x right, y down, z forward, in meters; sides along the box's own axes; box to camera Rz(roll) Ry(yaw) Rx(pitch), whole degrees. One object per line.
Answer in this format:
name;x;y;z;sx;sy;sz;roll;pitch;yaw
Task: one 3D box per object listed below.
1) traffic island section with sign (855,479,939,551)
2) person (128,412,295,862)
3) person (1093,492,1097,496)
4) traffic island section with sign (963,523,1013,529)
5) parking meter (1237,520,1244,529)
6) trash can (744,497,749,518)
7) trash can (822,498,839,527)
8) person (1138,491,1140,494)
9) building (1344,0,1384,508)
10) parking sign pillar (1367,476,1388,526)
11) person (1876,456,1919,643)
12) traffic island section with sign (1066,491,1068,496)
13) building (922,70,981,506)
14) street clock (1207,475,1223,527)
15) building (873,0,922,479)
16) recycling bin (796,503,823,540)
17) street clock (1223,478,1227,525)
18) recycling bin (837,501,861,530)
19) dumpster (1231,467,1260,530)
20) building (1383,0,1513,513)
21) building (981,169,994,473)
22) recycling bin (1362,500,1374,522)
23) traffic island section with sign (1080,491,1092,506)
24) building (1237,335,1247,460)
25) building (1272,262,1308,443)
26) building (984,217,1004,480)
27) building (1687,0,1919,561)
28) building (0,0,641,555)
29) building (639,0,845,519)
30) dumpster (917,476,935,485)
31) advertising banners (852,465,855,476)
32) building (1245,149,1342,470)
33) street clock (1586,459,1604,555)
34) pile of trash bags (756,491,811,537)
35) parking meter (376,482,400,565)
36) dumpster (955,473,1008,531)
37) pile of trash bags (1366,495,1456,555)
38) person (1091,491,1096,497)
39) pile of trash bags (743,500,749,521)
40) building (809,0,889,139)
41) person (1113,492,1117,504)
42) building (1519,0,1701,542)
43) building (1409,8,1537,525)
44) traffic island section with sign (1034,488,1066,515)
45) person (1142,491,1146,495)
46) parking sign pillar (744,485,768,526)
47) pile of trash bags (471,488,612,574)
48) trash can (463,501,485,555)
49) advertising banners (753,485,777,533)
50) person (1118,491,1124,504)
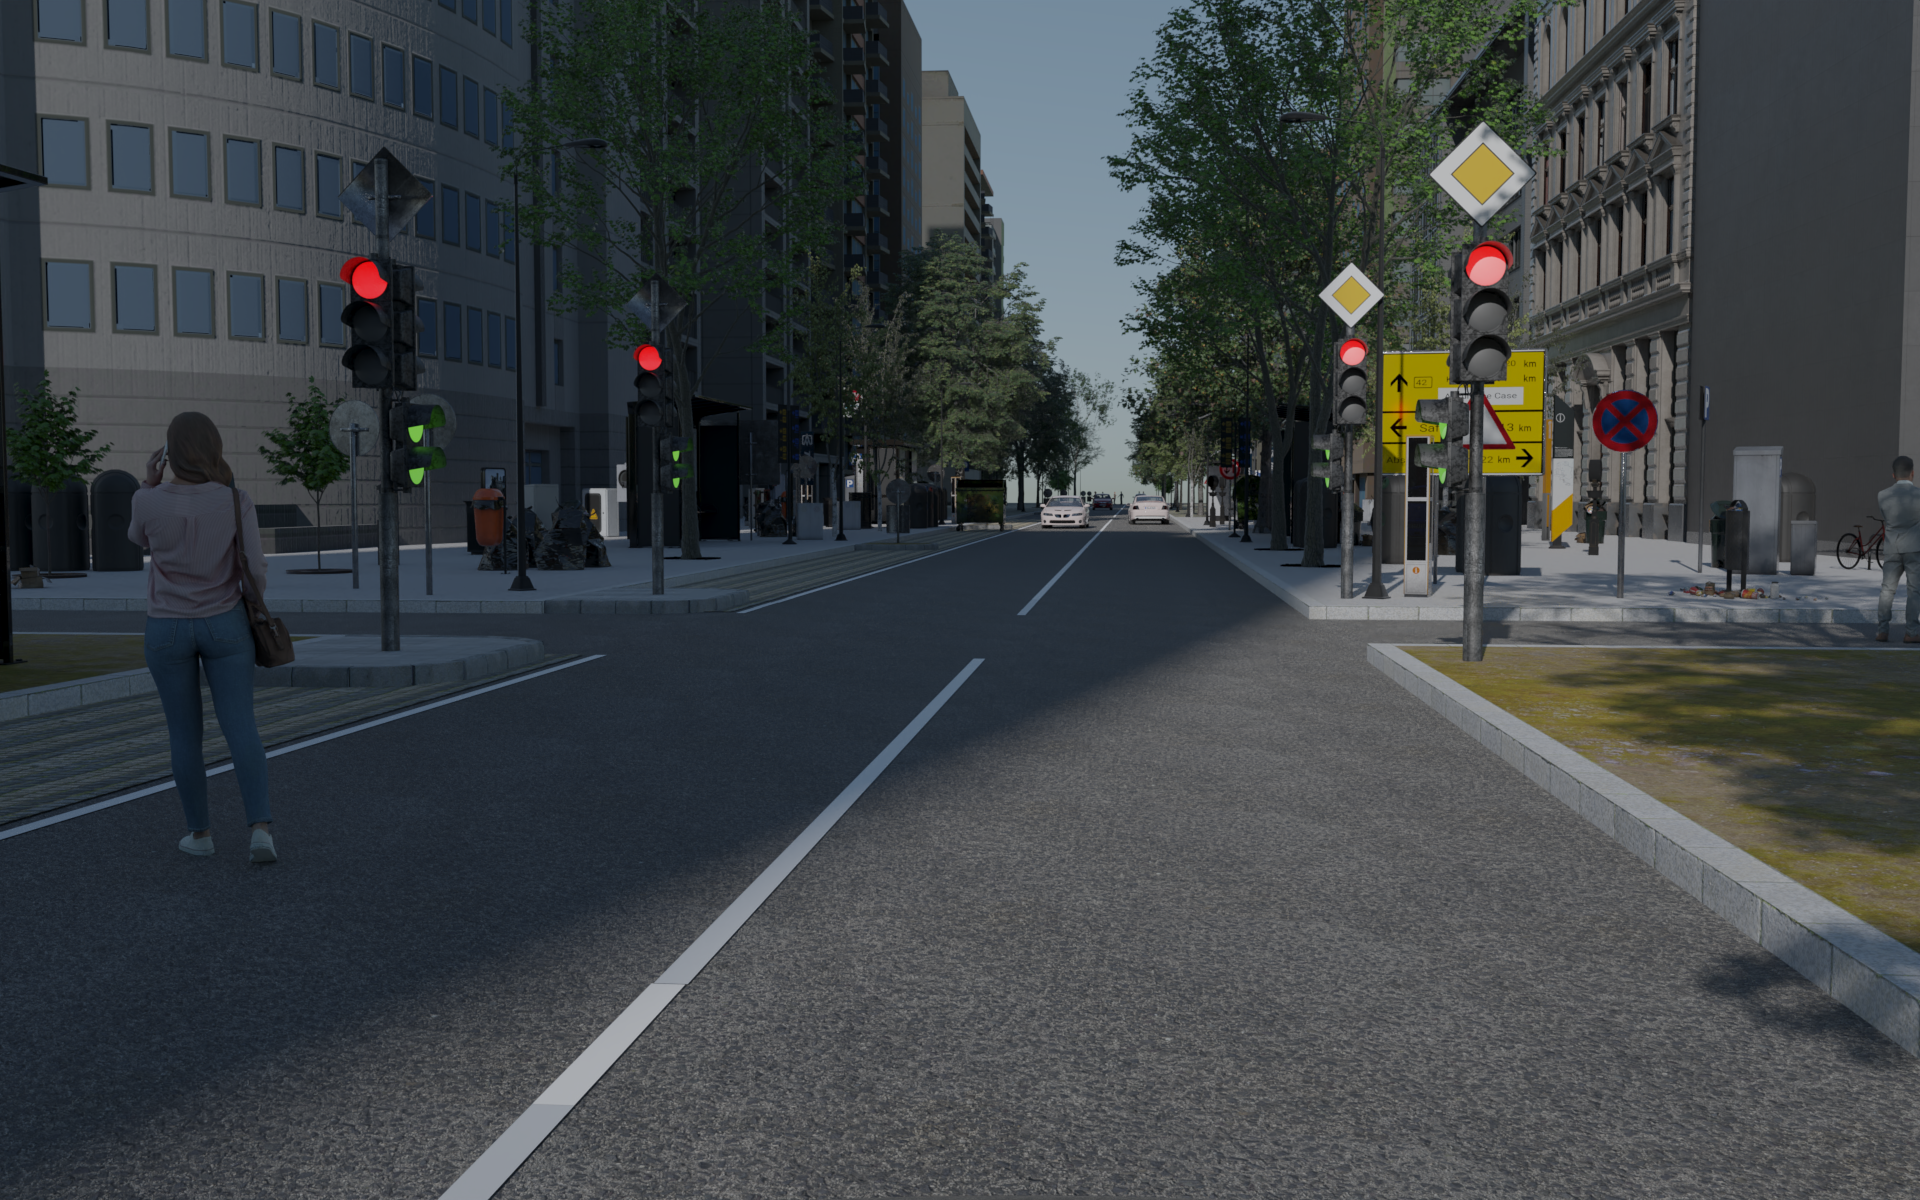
traffic island section with sign;-1.590;-2.200;44.601;1.989;1.847;2.006;0;4;6
person;-2.914;0.142;6.770;0.593;1.750;0.643;-2;4;-25
person;18.738;-13.986;237.990;1.217;1.723;0.721;-2;4;-29
traffic island section with sign;1.162;-3.861;71.752;1.989;1.847;2.006;0;4;6
parking meter;10.410;-3.600;64.573;0.255;1.863;0.399;3;4;38
trash can;-10.908;-4.798;90.096;0.748;1.137;0.748;0;3;0
trash can;-4.980;-3.387;67.038;0.748;1.137;0.748;0;3;0
person;23.881;-13.596;230.878;1.350;1.814;0.705;0;4;1
building;34.303;-28.739;119.999;14.600;45.320;14.200;0;4;6
parking sign pillar;17.362;-5.024;70.615;1.447;3.967;1.447;2;4;34
person;9.173;-0.495;16.780;0.511;1.800;0.466;3;4;36
traffic island section with sign;8.961;-8.556;148.514;1.989;1.847;2.006;0;4;6
building;-9.116;-35.448;203.278;21.300;48.544;21.600;0;4;6
street clock;9.816;-3.832;67.228;0.358;2.002;0.471;-2;4;-26
building;-11.117;-30.894;155.233;14.600;45.320;14.200;0;4;6
recycling bin;-4.242;-2.217;48.810;0.722;1.027;0.722;-1;4;-9
street clock;10.987;-4.156;72.522;0.358;2.002;0.471;1;4;17
recycling bin;-4.044;-3.038;62.227;0.722;1.027;0.722;-2;4;-33
dumpster;10.618;-3.707;63.101;1.502;2.255;1.985;0;4;6
building;32.770;-25.841;106.090;14.154;41.232;14.086;0;4;6
building;-7.160;-35.132;229.026;22.147;44.769;28.867;0;4;6
recycling bin;18.928;-4.086;79.353;0.722;1.027;0.722;-1;4;-20
traffic island section with sign;17.301;-13.579;230.639;1.989;1.847;2.006;0;4;6
building;46.693;-36.374;244.818;14.600;45.320;14.200;0;4;6
building;42.726;-26.332;202.226;14.160;30.474;14.107;0;4;6
building;-1.162;-34.647;250.074;14.154;41.232;14.086;0;4;6
building;30.078;-14.842;36.178;24.014;27.812;14.314;0;4;6
building;-23.133;-30.898;47.189;21.231;58.520;28.212;0;4;6
building;-18.222;-41.008;108.739;20.563;71.187;20.611;0;4;6
dumpster;-1.945;-5.423;91.160;1.502;2.255;1.985;0;4;6
advertising banners;-5.020;-6.030;94.778;2.074;3.025;0.090;-2;4;-30
building;47.604;-34.772;223.139;22.147;44.769;28.867;0;4;6
street clock;13.288;-1.938;36.264;0.358;2.002;0.471;2;4;26
pile of trash bags;-5.302;-2.650;53.086;1.912;1.369;3.447;0;4;-7
parking meter;-10.329;-1.398;31.273;0.372;1.533;0.369;0;3;0
dumpster;0.815;-3.757;66.381;1.985;2.255;1.502;0;4;6
pile of trash bags;9.879;-1.706;37.649;1.912;1.369;3.447;0;4;6
person;15.924;-12.031;205.741;0.750;1.759;0.617;0;4;-1
pile of trash bags;-9.099;-4.064;76.199;3.447;1.369;1.912;1;4;20
building;-17.456;-29.337;134.288;22.147;44.769;28.867;0;4;6
person;22.233;-14.572;247.277;0.750;1.759;0.617;3;5;40
building;25.011;-13.790;54.340;11.050;23.489;19.941;0;4;6
building;29.875;-15.907;79.140;14.314;24.678;30.058;0;4;6
traffic island section with sign;6.236;-6.916;121.697;1.989;1.847;2.006;0;4;6
person;25.179;-14.022;237.891;1.348;1.807;0.705;-1;4;-9
parking sign pillar;-7.985;-4.977;69.852;1.447;3.967;1.447;-1;4;-10
pile of trash bags;-7.274;-1.189;29.191;1.912;1.369;3.447;1;4;10
trash can;-10.137;-1.532;36.696;0.748;1.137;0.748;0;3;0
advertising banners;-6.523;-3.804;58.377;0.090;3.025;2.074;1;4;17
person;22.302;-14.139;239.755;0.705;1.814;1.350;-2;4;-34
